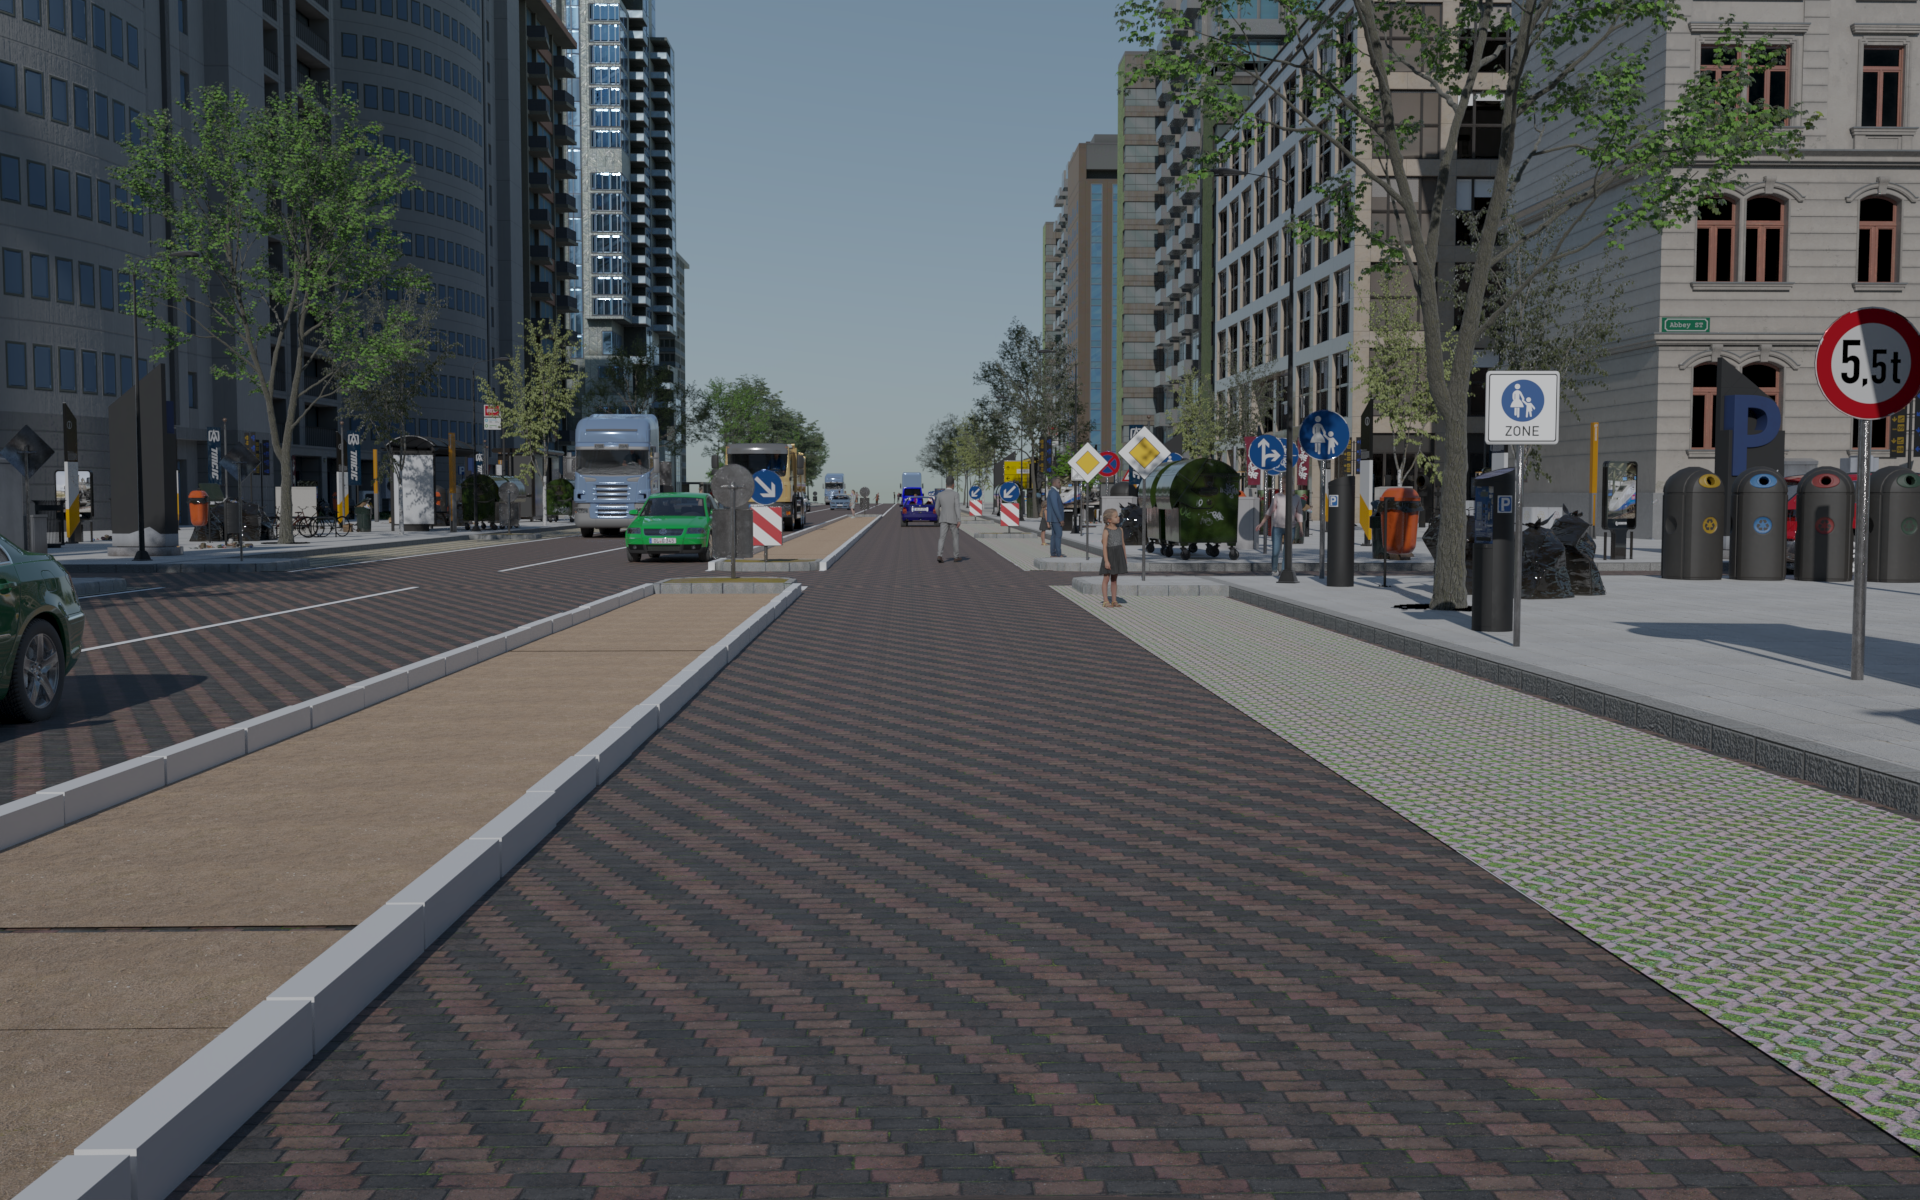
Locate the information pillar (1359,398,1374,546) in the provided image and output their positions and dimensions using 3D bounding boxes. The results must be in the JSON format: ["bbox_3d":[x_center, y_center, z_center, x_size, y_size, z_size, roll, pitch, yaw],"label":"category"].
[{"bbox_3d":[10.002,-3.135,42.606,0.183,3.616,0.504,-1,4,-16],"label":"information pillar"}]

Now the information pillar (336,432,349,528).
[{"bbox_3d":[-23.222,-4.510,65.097,0.183,3.616,0.504,2,4,25],"label":"information pillar"}]

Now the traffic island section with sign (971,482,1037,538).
[{"bbox_3d":[1.464,-2.926,56.464,1.989,1.847,2.006,0,4,-2],"label":"traffic island section with sign"}]

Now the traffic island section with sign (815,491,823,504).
[{"bbox_3d":[-20.186,-14.274,242.011,1.989,1.847,2.006,0,4,-2],"label":"traffic island section with sign"}]

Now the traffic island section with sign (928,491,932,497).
[{"bbox_3d":[-1.746,-9.290,160.526,1.989,1.847,2.006,0,4,-2],"label":"traffic island section with sign"}]

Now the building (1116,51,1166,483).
[{"bbox_3d":[21.637,-29.382,163.986,14.154,41.232,14.086,0,4,-2],"label":"building"}]

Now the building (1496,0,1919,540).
[{"bbox_3d":[30.377,-16.327,54.330,23.554,28.519,14.401,0,4,-2],"label":"building"}]

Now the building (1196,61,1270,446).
[{"bbox_3d":[23.316,-21.271,119.484,14.160,30.474,14.107,0,4,-2],"label":"building"}]

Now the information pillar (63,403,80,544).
[{"bbox_3d":[-22.941,-3.263,44.703,0.183,3.616,0.504,0,4,4],"label":"information pillar"}]

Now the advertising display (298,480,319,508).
[{"bbox_3d":[-30.274,-4.602,80.456,0.123,1.923,0.974,3,4,38],"label":"advertising display"}]

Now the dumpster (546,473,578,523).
[{"bbox_3d":[-17.940,-4.641,78.373,1.502,2.255,1.985,0,4,-2],"label":"dumpster"}]

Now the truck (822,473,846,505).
[{"bbox_3d":[-16.284,-14.742,230.784,2.967,4.110,18.799,0,4,-1],"label":"truck"}]

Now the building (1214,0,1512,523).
[{"bbox_3d":[26.199,-17.604,92.345,19.350,26.468,34.151,0,4,-2],"label":"building"}]

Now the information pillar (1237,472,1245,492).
[{"bbox_3d":[9.134,-3.201,56.823,0.304,2.012,0.304,2,4,32],"label":"information pillar"}]

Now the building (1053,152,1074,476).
[{"bbox_3d":[24.585,-37.863,238.661,23.786,49.044,30.456,0,4,-2],"label":"building"}]

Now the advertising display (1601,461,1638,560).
[{"bbox_3d":[12.872,-1.749,33.813,0.974,1.923,0.123,-2,4,-35],"label":"advertising display"}]

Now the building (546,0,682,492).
[{"bbox_3d":[-46.967,-55.487,219.882,22.319,86.520,31.000,0,4,-2],"label":"building"}]

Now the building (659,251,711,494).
[{"bbox_3d":[-52.573,-34.073,248.973,32.217,40.220,23.993,0,4,-2],"label":"building"}]

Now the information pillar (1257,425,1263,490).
[{"bbox_3d":[10.201,-4.134,58.951,0.183,3.616,0.504,0,4,-5],"label":"information pillar"}]

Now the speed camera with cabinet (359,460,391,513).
[{"bbox_3d":[-31.018,-5.983,92.165,0.660,3.252,2.038,3,5,40],"label":"speed camera with cabinet"}]

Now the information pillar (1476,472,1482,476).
[{"bbox_3d":[17.416,-3.264,57.866,0.304,2.012,0.304,0,4,-6],"label":"information pillar"}]

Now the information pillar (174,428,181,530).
[{"bbox_3d":[-27.688,-4.272,61.199,0.183,3.616,0.504,-2,4,-26],"label":"information pillar"}]

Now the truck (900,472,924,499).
[{"bbox_3d":[-5.783,-13.391,208.698,2.967,4.110,18.799,0,4,-2],"label":"truck"}]

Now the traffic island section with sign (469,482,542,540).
[{"bbox_3d":[-14.437,-2.847,55.181,1.989,1.847,2.006,0,4,-2],"label":"traffic island section with sign"}]

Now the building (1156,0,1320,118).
[{"bbox_3d":[28.171,-31.919,141.481,23.786,49.044,30.456,0,4,-2],"label":"building"}]

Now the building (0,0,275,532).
[{"bbox_3d":[-40.436,-31.725,60.709,21.231,58.520,28.212,0,4,-2],"label":"building"}]

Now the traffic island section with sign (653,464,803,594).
[{"bbox_3d":[-3.432,-1.071,25.653,2.006,1.907,1.989,0,4,-2],"label":"traffic island section with sign"}]

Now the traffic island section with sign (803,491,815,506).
[{"bbox_3d":[-19.353,-12.612,214.840,1.989,1.847,2.006,0,4,-2],"label":"traffic island section with sign"}]

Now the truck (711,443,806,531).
[{"bbox_3d":[-7.676,-4.442,68.554,3.469,3.379,9.791,0,4,-1],"label":"truck"}]

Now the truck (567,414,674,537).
[{"bbox_3d":[-11.688,-4.553,64.195,2.967,4.110,18.799,0,4,-3],"label":"truck"}]

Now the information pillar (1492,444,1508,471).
[{"bbox_3d":[10.919,-2.670,35.011,0.183,3.616,0.504,-1,4,-13],"label":"information pillar"}]

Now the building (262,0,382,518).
[{"bbox_3d":[-43.283,-40.021,92.601,20.563,71.187,20.611,0,4,-2],"label":"building"}]

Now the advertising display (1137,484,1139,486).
[{"bbox_3d":[10.756,-5.981,103.011,0.974,1.923,0.123,1,4,23],"label":"advertising display"}]

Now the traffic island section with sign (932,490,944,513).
[{"bbox_3d":[-0.917,-7.643,133.583,1.989,1.847,2.006,0,4,-2],"label":"traffic island section with sign"}]

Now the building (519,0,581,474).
[{"bbox_3d":[-45.445,-30.268,149.511,22.147,44.769,28.867,0,4,-2],"label":"building"}]

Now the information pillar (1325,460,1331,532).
[{"bbox_3d":[12.292,-4.073,57.942,0.183,3.616,0.504,2,4,28],"label":"information pillar"}]

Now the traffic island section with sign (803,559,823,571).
[{"bbox_3d":[-3.650,-1.524,33.057,2.006,1.907,1.989,0,4,-2],"label":"traffic island section with sign"}]

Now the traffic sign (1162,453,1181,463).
[{"bbox_3d":[6.554,-3.260,53.413,0.768,2.556,0.104,0,4,0],"label":"traffic sign"}]

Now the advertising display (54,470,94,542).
[{"bbox_3d":[-23.527,-2.496,46.026,0.974,1.923,0.123,0,3,0],"label":"advertising display"}]

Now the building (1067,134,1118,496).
[{"bbox_3d":[20.928,-34.616,216.076,14.600,45.320,14.200,0,4,-2],"label":"building"}]

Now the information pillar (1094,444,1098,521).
[{"bbox_3d":[6.335,-5.511,81.465,0.183,3.616,0.504,-1,4,-14],"label":"information pillar"}]

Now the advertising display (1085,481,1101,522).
[{"bbox_3d":[5.942,-4.523,79.162,0.974,1.923,0.123,1,4,19],"label":"advertising display"}]

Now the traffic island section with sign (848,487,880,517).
[{"bbox_3d":[-5.970,-6.118,108.160,2.006,1.907,1.989,0,4,-2],"label":"traffic island section with sign"}]

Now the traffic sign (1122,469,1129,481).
[{"bbox_3d":[7.073,-4.341,70.972,0.884,2.594,0.081,0,4,6],"label":"traffic sign"}]

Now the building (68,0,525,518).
[{"bbox_3d":[-44.215,-35.375,120.381,21.231,58.520,28.212,0,4,-2],"label":"building"}]

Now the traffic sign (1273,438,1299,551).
[{"bbox_3d":[7.266,-2.391,39.200,0.768,2.556,0.104,0,4,1],"label":"traffic sign"}]

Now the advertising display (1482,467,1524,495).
[{"bbox_3d":[13.067,-2.234,41.742,0.974,1.923,0.123,0,4,4],"label":"advertising display"}]

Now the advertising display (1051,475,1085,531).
[{"bbox_3d":[3.731,-3.347,59.937,0.974,1.923,0.123,1,4,17],"label":"advertising display"}]

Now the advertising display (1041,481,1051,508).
[{"bbox_3d":[4.468,-4.907,85.448,0.974,1.923,0.123,2,4,23],"label":"advertising display"}]

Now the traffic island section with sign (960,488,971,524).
[{"bbox_3d":[0.612,-4.574,83.406,1.989,1.847,2.006,0,4,-2],"label":"traffic island section with sign"}]

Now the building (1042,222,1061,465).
[{"bbox_3d":[19.315,-35.345,261.478,14.154,41.232,14.086,0,4,-2],"label":"building"}]
